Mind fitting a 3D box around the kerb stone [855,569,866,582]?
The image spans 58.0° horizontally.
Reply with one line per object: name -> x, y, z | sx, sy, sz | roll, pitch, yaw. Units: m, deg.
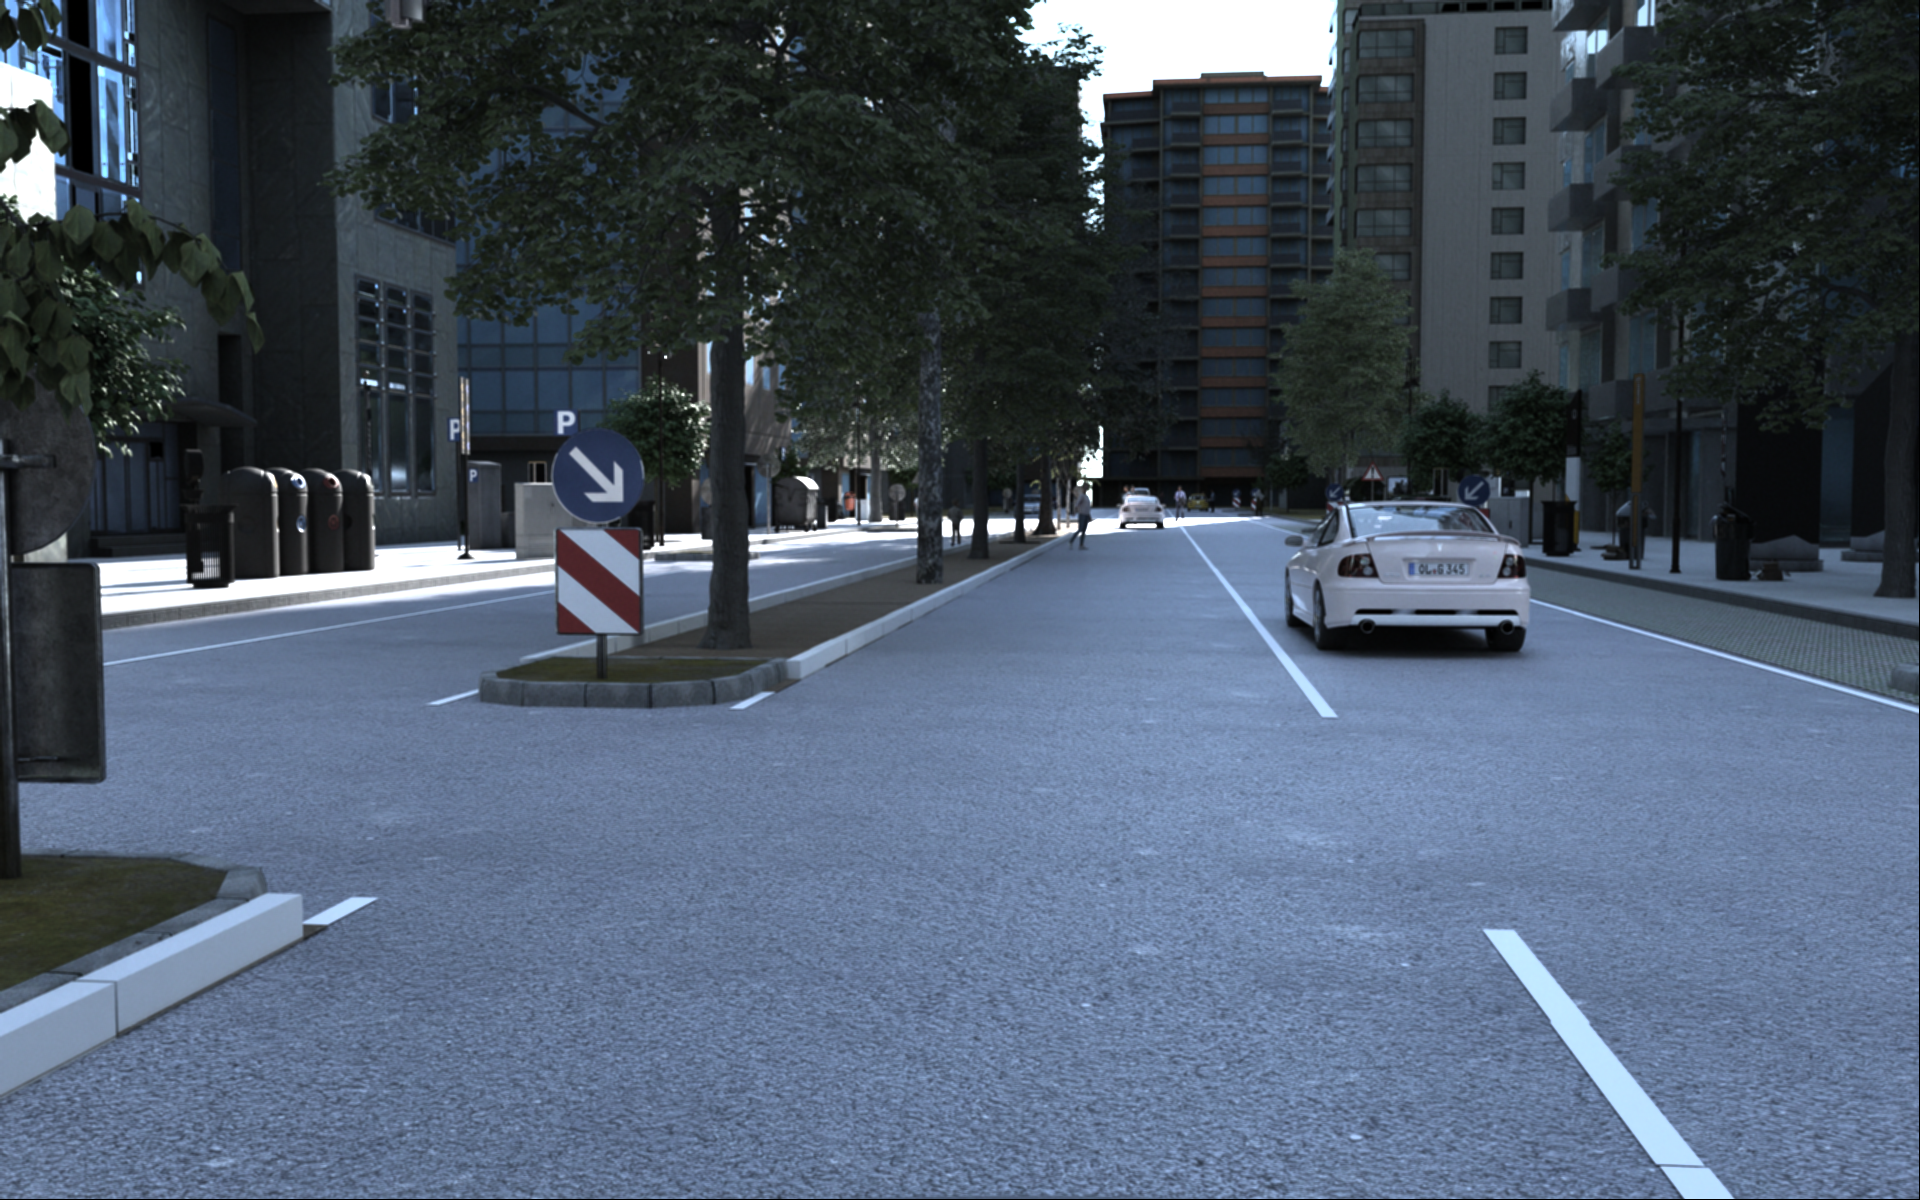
kerb stone -> -1.715, -0.374, 28.315 | 0.120, 0.150, 1.000 | 0, 4, 6

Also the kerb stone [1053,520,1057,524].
kerb stone -> 4.825, -3.924, 86.378 | 0.120, 0.150, 1.000 | 0, 4, 6

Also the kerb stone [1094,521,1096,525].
kerb stone -> 5.758, -3.286, 75.916 | 0.120, 0.150, 1.000 | 0, 4, 6

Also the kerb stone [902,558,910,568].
kerb stone -> -1.136, -0.686, 33.417 | 0.120, 0.150, 1.000 | 0, 4, 6

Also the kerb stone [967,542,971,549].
kerb stone -> 0.114, -1.371, 44.604 | 0.120, 0.150, 1.000 | 0, 4, 6

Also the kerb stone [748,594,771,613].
kerb stone -> -2.520, 0.063, 21.197 | 0.120, 0.150, 1.000 | 0, 4, 6

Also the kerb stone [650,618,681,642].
kerb stone -> -2.979, 0.311, 17.118 | 0.120, 0.150, 1.000 | 0, 4, 6

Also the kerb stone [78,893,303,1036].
kerb stone -> -2.227, 1.049, 5.075 | 0.120, 0.150, 1.000 | 0, 4, 6

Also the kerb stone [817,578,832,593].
kerb stone -> -2.059, -0.187, 25.260 | 0.120, 0.150, 1.000 | 0, 4, 6

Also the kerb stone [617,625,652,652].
kerb stone -> -3.094, 0.373, 16.094 | 0.120, 0.150, 1.000 | 0, 4, 6

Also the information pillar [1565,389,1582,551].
information pillar -> 13.780, -2.909, 38.915 | 0.183, 3.616, 0.504 | -1, 4, -10

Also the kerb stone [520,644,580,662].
kerb stone -> -3.328, 0.498, 14.049 | 0.120, 0.150, 1.000 | 0, 4, 6

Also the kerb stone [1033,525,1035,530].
kerb stone -> 2.769, -2.805, 68.059 | 0.120, 0.150, 1.000 | 0, 4, 6

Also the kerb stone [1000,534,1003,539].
kerb stone -> 1.154, -1.933, 53.793 | 0.120, 0.150, 1.000 | 0, 4, 6

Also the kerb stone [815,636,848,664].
kerb stone -> -1.128, 0.449, 14.849 | 0.120, 0.150, 1.000 | 0, 4, 6

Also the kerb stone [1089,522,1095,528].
kerb stone -> 5.645, -3.224, 74.900 | 0.120, 0.150, 1.000 | 0, 4, 6

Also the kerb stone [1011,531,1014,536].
kerb stone -> 1.610, -2.179, 57.868 | 0.120, 0.150, 1.000 | 0, 4, 6

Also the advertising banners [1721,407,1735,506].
advertising banners -> 15.807, -2.410, 35.595 | 0.090, 3.025, 2.074 | 2, 4, 33

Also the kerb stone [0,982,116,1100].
kerb stone -> -2.333, 1.109, 4.058 | 0.120, 0.150, 1.000 | 0, 4, 6

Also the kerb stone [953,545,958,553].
kerb stone -> -0.223, -1.184, 41.556 | 0.120, 0.150, 1.000 | 0, 4, 6

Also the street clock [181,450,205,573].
street clock -> -12.498, -1.448, 28.249 | 0.358, 2.002, 0.471 | -3, 4, -38

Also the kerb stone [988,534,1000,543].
kerb stone -> 1.040, -1.870, 52.777 | 0.120, 0.150, 1.000 | 0, 4, 6

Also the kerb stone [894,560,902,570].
kerb stone -> -1.263, -0.620, 32.398 | 0.120, 0.150, 1.000 | 0, 4, 6

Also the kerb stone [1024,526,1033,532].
kerb stone -> 2.648, -2.743, 67.042 | 0.120, 0.150, 1.000 | 0, 4, 6

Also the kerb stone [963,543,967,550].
kerb stone -> 0.004, -1.308, 43.587 | 0.120, 0.150, 1.000 | 0, 4, 6

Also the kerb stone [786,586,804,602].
kerb stone -> -2.286, -0.063, 23.228 | 0.120, 0.150, 1.000 | 0, 4, 6

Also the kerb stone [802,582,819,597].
kerb stone -> -2.168, -0.125, 24.244 | 0.120, 0.150, 1.000 | 0, 4, 6

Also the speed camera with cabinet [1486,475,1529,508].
speed camera with cabinet -> 26.584, -5.483, 83.983 | 2.038, 3.252, 0.660 | 2, 4, 34

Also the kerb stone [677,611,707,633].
kerb stone -> -2.862, 0.248, 18.134 | 0.120, 0.150, 1.000 | 0, 4, 6

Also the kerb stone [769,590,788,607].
kerb stone -> -2.408, -0.001, 22.214 | 0.120, 0.150, 1.000 | 0, 4, 6

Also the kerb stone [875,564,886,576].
kerb stone -> -1.484, -0.496, 30.347 | 0.120, 0.150, 1.000 | 0, 4, 6

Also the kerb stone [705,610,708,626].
kerb stone -> -2.744, 0.186, 19.152 | 0.120, 0.150, 1.000 | 0, 4, 6

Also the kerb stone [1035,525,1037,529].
kerb stone -> 2.878, -2.867, 69.078 | 0.120, 0.150, 1.000 | 0, 4, 6

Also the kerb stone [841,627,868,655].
kerb stone -> -1.007, 0.389, 15.864 | 0.120, 0.150, 1.000 | 0, 4, 6

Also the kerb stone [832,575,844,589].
kerb stone -> -1.949, -0.250, 26.277 | 0.120, 0.150, 1.000 | 0, 4, 6

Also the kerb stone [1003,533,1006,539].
kerb stone -> 1.274, -1.995, 54.809 | 0.120, 0.150, 1.000 | 0, 4, 6

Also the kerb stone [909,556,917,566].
kerb stone -> -1.026, -0.747, 34.434 | 0.120, 0.150, 1.000 | 0, 4, 6

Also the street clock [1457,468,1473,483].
street clock -> 14.011, -2.662, 48.095 | 0.471, 2.002, 0.358 | -3, 4, -38

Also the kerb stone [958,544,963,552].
kerb stone -> -0.108, -1.244, 42.571 | 0.120, 0.150, 1.000 | 0, 4, 6

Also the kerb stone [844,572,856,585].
kerb stone -> -1.828, -0.312, 27.294 | 0.120, 0.150, 1.000 | 0, 4, 6

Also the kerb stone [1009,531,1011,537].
kerb stone -> 1.505, -2.120, 56.851 | 0.120, 0.150, 1.000 | 0, 4, 6

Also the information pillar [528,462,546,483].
information pillar -> -9.565, -2.126, 39.250 | 0.304, 2.012, 0.304 | -3, 5, -40

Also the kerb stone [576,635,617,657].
kerb stone -> -3.216, 0.437, 15.066 | 0.120, 0.150, 1.000 | 0, 4, 6

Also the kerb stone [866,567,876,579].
kerb stone -> -1.601, -0.436, 29.331 | 0.120, 0.150, 1.000 | 0, 4, 6

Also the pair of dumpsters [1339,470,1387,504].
pair of dumpsters -> 16.556, -4.208, 71.289 | 1.574, 2.255, 4.437 | 0, 4, 6

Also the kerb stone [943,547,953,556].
kerb stone -> -0.341, -1.120, 40.540 | 0.120, 0.150, 1.000 | 0, 4, 6

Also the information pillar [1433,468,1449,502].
information pillar -> 13.607, -2.725, 49.042 | 0.304, 2.012, 0.304 | -3, 5, -40

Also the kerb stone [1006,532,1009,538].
kerb stone -> 1.386, -2.050, 55.836 | 0.120, 0.150, 1.000 | 0, 4, 6

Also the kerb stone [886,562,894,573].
kerb stone -> -1.368, -0.561, 31.369 | 0.120, 0.150, 1.000 | 0, 4, 6

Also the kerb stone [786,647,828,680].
kerb stone -> -1.230, 0.512, 13.831 | 0.120, 0.150, 1.000 | 0, 4, 6
